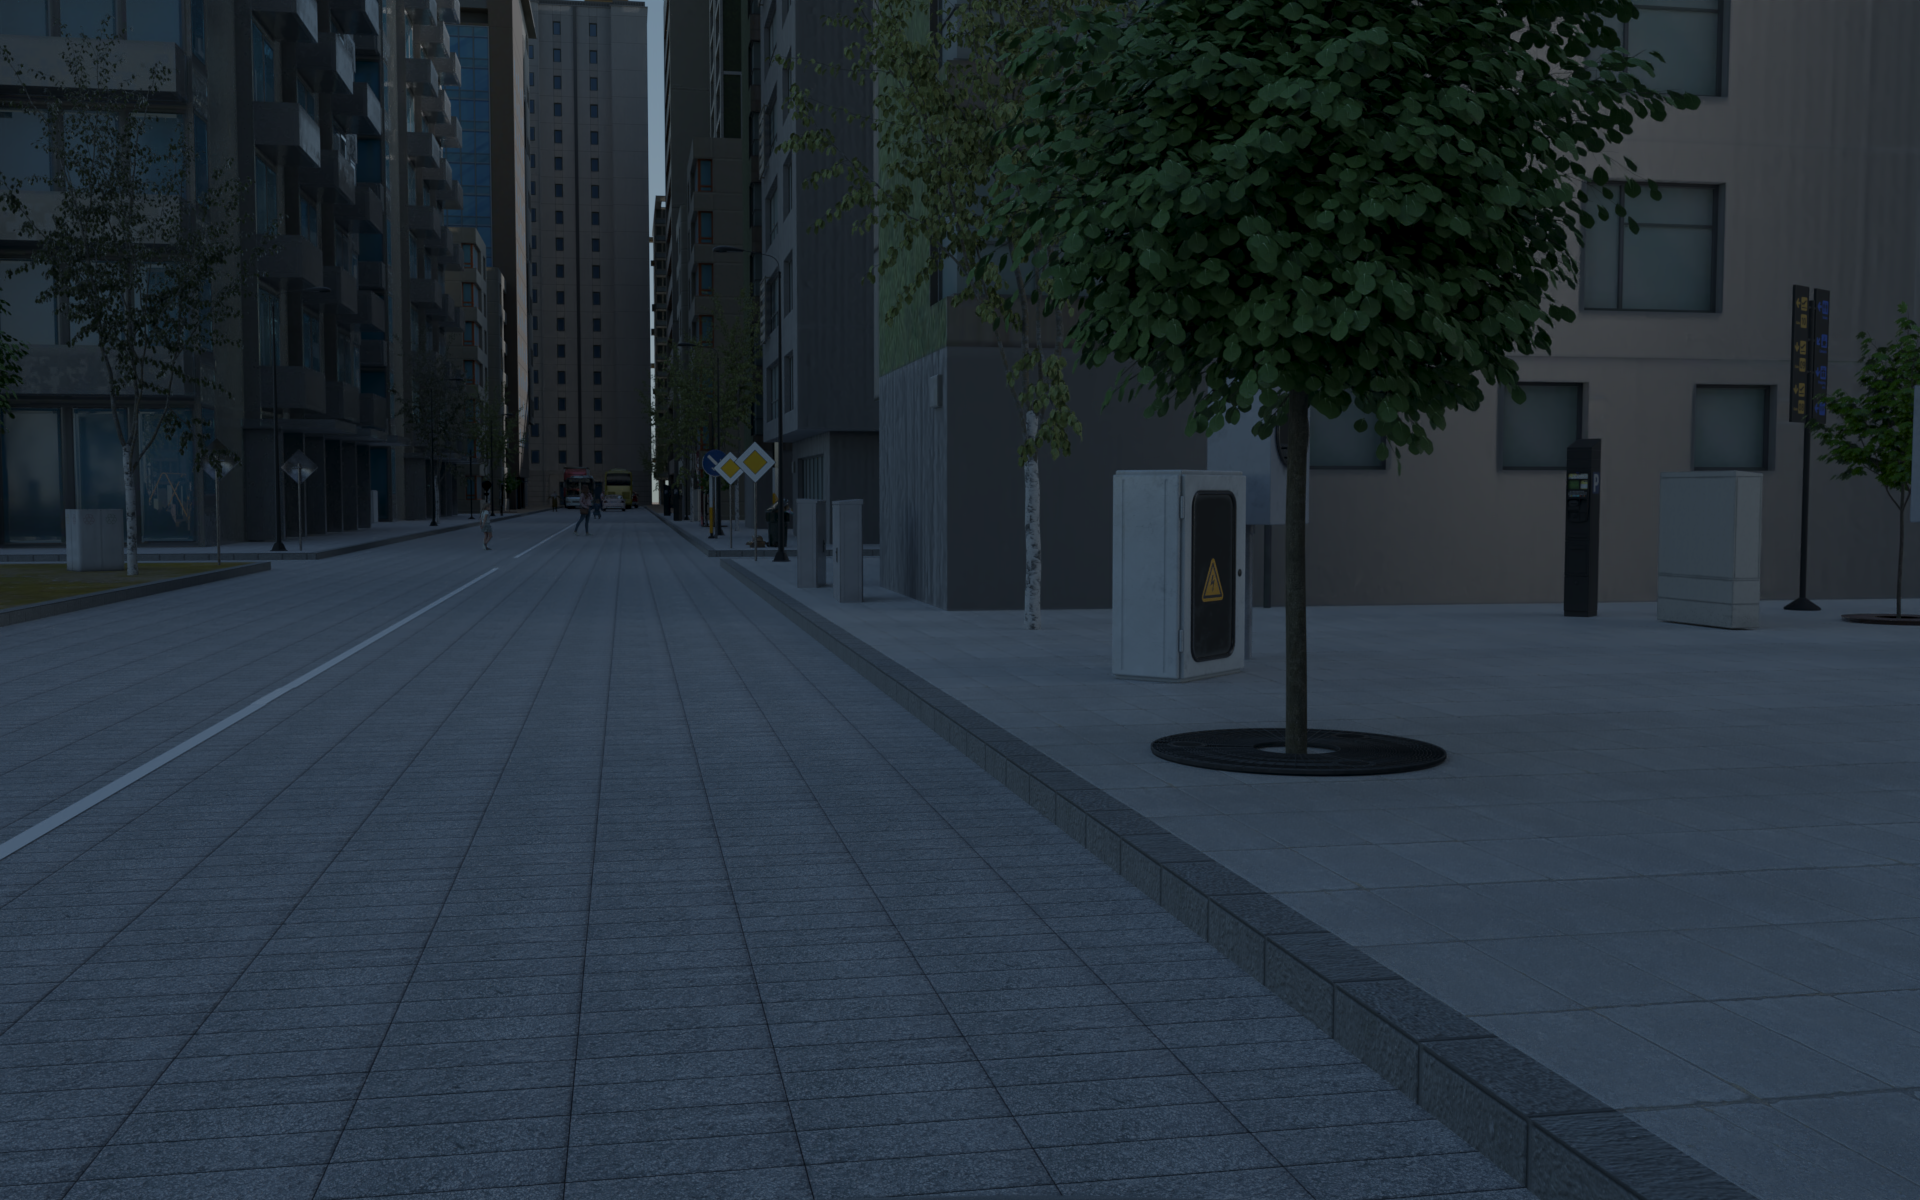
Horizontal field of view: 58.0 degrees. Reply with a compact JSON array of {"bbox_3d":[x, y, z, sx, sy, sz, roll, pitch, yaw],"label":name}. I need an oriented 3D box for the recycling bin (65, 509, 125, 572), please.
[{"bbox_3d":[-14.489,-1.006,29.009,0.722,1.027,0.722,-3,5,-42],"label":"recycling bin"}]

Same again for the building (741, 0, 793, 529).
[{"bbox_3d":[-1.961,-18.282,70.608,14.160,30.474,14.107,-1,4,-11],"label":"building"}]

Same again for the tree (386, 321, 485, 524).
[{"bbox_3d":[-22.285,-7.543,73.689,4.360,8.622,3.978,0,3,0],"label":"tree"}]

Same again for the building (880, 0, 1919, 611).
[{"bbox_3d":[5.459,-20.927,25.756,14.154,41.232,14.086,-1,4,-11],"label":"building"}]

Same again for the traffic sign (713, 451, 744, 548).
[{"bbox_3d":[-5.411,-2.276,40.855,0.795,2.450,0.064,-1,4,-11],"label":"traffic sign"}]

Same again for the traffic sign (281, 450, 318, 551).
[{"bbox_3d":[-14.886,-2.166,39.059,0.795,2.450,0.064,-1,4,-11],"label":"traffic sign"}]

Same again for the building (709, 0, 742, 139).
[{"bbox_3d":[-9.824,-42.135,127.164,20.563,71.187,20.611,-1,4,-11],"label":"building"}]

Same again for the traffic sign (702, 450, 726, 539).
[{"bbox_3d":[-7.005,-3.035,49.720,0.768,2.556,0.104,0,4,-1],"label":"traffic sign"}]

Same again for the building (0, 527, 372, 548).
[{"bbox_3d":[-29.965,-26.380,50.916,23.786,49.044,30.456,-1,4,-11],"label":"building"}]

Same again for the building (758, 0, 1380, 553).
[{"bbox_3d":[1.961,-22.233,47.101,14.086,41.232,14.154,-1,4,-11],"label":"building"}]

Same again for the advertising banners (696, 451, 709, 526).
[{"bbox_3d":[-10.370,-4.493,69.645,0.090,3.025,2.074,-1,4,-20],"label":"advertising banners"}]

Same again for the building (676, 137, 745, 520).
[{"bbox_3d":[-2.037,-15.646,100.854,27.650,21.520,28.899,-1,4,-11],"label":"building"}]

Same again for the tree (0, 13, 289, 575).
[{"bbox_3d":[-12.959,-4.690,27.052,4.360,8.622,3.978,0,3,0],"label":"tree"}]

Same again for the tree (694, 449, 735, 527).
[{"bbox_3d":[-9.686,-4.457,67.478,1.663,3.219,1.824,0,3,0],"label":"tree"}]

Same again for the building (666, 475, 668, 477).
[{"bbox_3d":[-17.621,-33.954,174.755,23.786,49.044,30.456,-1,4,-11],"label":"building"}]

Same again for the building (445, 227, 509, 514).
[{"bbox_3d":[-47.652,-17.068,124.107,27.650,21.520,28.899,-1,4,-11],"label":"building"}]

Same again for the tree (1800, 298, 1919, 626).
[{"bbox_3d":[9.300,-1.391,17.348,1.663,3.219,1.824,0,3,0],"label":"tree"}]

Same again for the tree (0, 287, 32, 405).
[{"bbox_3d":[-13.208,-2.288,21.129,4.285,4.588,4.351,0,3,0],"label":"tree"}]

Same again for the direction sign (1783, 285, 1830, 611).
[{"bbox_3d":[9.336,-1.657,19.093,0.876,3.537,0.379,-3,5,-41],"label":"direction sign"}]

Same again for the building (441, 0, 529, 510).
[{"bbox_3d":[-44.141,-30.337,146.121,14.600,45.320,14.200,-1,4,-11],"label":"building"}]

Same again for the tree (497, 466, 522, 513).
[{"bbox_3d":[-31.579,-7.718,120.793,1.663,3.219,1.824,0,3,0],"label":"tree"}]

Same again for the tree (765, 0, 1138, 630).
[{"bbox_3d":[0.477,-4.018,16.057,4.737,8.622,4.395,0,3,0],"label":"tree"}]

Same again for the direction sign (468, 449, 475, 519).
[{"bbox_3d":[-24.888,-5.882,88.165,0.379,3.537,0.876,-1,4,-19],"label":"direction sign"}]

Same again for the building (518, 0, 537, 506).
[{"bbox_3d":[-55.848,-35.469,169.152,27.495,52.752,28.713,-1,4,-11],"label":"building"}]

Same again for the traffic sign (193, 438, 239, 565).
[{"bbox_3d":[-13.377,-1.687,31.218,0.795,2.450,0.064,-1,4,-11],"label":"traffic sign"}]

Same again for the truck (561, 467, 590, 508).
[{"bbox_3d":[-40.054,-11.747,180.982,2.839,4.237,11.283,-1,4,-11],"label":"truck"}]

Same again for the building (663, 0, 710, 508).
[{"bbox_3d":[-14.282,-32.124,148.937,21.300,48.544,21.600,-1,4,-11],"label":"building"}]

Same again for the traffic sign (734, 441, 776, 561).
[{"bbox_3d":[-3.902,-1.796,33.013,0.795,2.450,0.064,-1,4,-11],"label":"traffic sign"}]

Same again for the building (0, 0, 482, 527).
[{"bbox_3d":[-37.755,-28.679,88.508,23.786,49.044,30.456,-1,4,-11],"label":"building"}]

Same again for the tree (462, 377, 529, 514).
[{"bbox_3d":[-29.755,-9.765,110.015,4.737,8.622,4.395,0,3,0],"label":"tree"}]

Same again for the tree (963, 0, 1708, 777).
[{"bbox_3d":[1.748,-1.511,8.423,4.285,4.588,4.351,0,3,0],"label":"tree"}]

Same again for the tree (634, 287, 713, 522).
[{"bbox_3d":[-7.950,-6.687,59.694,4.737,8.622,4.395,0,3,0],"label":"tree"}]
